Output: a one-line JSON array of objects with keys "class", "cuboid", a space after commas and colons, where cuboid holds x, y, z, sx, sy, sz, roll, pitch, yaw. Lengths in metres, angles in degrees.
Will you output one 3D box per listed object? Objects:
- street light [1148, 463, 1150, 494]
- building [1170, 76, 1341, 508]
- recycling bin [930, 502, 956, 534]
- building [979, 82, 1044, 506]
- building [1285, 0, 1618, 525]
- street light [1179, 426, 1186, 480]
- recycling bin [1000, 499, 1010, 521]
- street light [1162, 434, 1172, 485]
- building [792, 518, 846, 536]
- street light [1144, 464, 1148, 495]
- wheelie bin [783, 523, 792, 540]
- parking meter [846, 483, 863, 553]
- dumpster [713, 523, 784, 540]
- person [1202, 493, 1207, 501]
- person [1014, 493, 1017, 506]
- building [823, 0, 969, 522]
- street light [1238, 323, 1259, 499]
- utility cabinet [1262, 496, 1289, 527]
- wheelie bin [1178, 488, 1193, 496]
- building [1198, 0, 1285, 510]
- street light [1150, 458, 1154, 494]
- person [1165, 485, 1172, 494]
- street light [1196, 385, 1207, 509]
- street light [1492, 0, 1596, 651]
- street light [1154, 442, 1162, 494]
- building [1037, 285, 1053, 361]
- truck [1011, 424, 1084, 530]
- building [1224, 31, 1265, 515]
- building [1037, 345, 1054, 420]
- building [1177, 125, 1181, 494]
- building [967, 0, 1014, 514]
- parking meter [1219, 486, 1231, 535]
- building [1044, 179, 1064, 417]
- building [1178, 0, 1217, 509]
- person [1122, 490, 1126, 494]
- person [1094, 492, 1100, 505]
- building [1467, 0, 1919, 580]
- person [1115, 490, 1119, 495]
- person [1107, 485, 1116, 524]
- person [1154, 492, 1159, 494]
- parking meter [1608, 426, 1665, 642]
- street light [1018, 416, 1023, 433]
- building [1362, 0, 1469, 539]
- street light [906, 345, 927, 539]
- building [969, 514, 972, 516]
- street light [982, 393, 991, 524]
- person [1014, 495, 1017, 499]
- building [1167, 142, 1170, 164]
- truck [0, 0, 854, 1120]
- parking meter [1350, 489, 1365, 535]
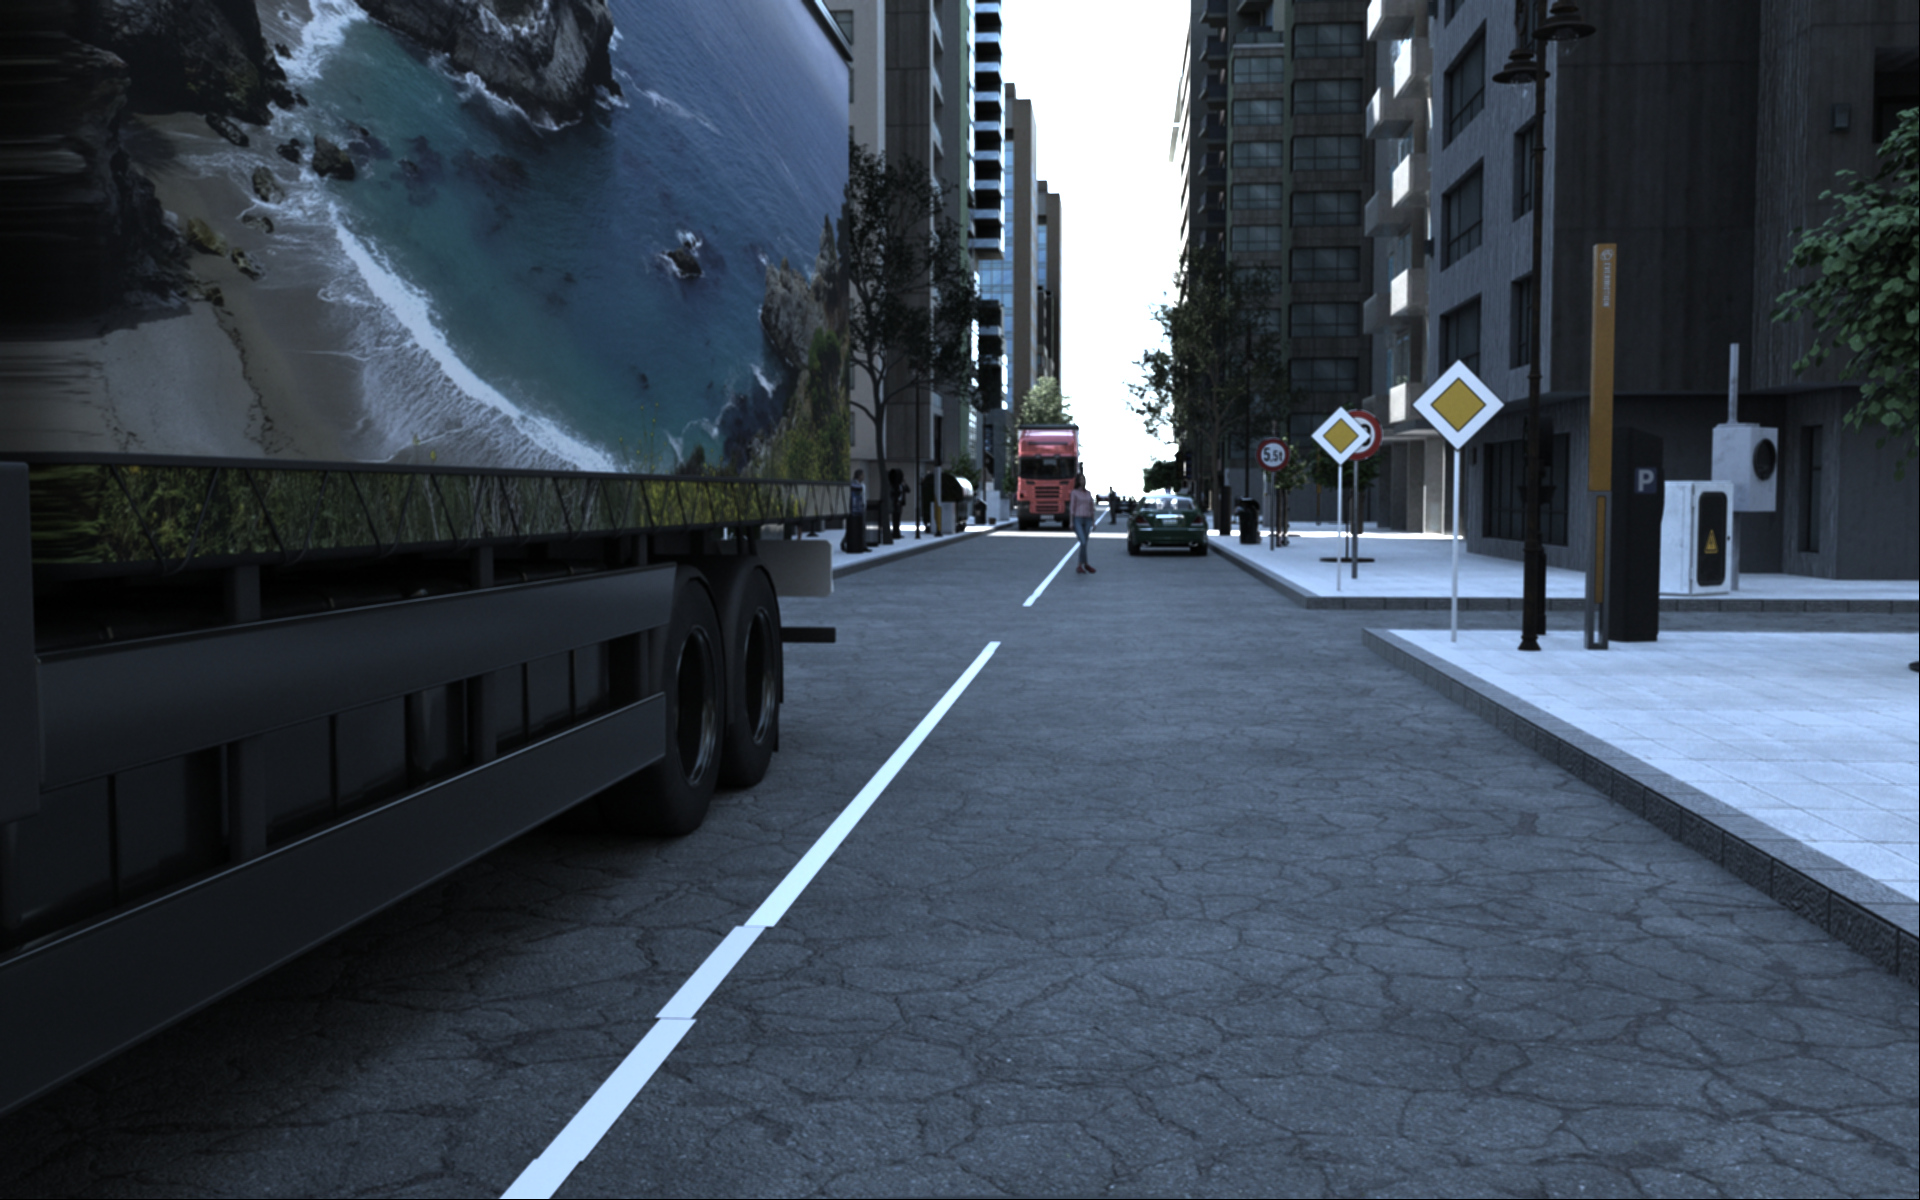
[{"class": "street light", "cuboid": [20.277, -12.804, 182.129, 0.468, 5.910, 1.993, 0, 4, 5]}, {"class": "building", "cuboid": [40.830, -38.162, 213.180, 28.713, 52.752, 27.495, 0, 4, 5]}, {"class": "recycling bin", "cuboid": [-0.538, -2.622, 55.418, 0.722, 1.027, 0.722, 1, 4, 8]}, {"class": "building", "cuboid": [1.371, -33.208, 193.056, 14.600, 45.320, 14.200, 0, 4, 5]}, {"class": "building", "cuboid": [22.808, -19.184, 85.354, 14.160, 30.474, 14.107, 0, 4, 5]}, {"class": "street light", "cuboid": [12.430, -7.582, 96.755, 0.468, 5.910, 1.993, 0, 4, 5]}, {"class": "recycling bin", "cuboid": [1.999, -4.324, 83.248, 0.722, 1.027, 0.722, 0, 4, -3]}, {"class": "street light", "cuboid": [14.788, -9.175, 122.791, 0.468, 5.910, 1.993, 0, 4, 5]}, {"class": "building", "cuboid": [-14.736, -37.900, 57.912, 20.563, 71.187, 20.611, 0, 4, 5]}, {"class": "street light", "cuboid": [22.548, -14.311, 206.770, 0.468, 5.910, 1.993, 0, 4, 5]}, {"class": "wheelie bin", "cuboid": [-4.132, -1.900, 38.971, 0.693, 1.594, 0.980, -3, 5, -44]}, {"class": "parking meter", "cuboid": [-2.288, -1.782, 37.545, 0.372, 1.533, 0.369, 0, 3, 0]}, {"class": "dumpster", "cuboid": [-3.428, -1.471, 26.542, 1.502, 2.255, 1.985, 0, 4, 5]}, {"class": "person", "cuboid": [14.026, -5.807, 100.976, 0.705, 1.826, 1.348, 2, 4, 32]}, {"class": "person", "cuboid": [5.811, -10.775, 182.897, 1.217, 1.739, 0.721, 2, 4, 31]}, {"class": "building", "cuboid": [-7.139, -24.461, 83.532, 14.154, 41.232, 14.086, 0, 4, 5]}, {"class": "street light", "cuboid": [7.819, -4.544, 47.078, 0.468, 5.910, 1.993, 0, 4, 5]}, {"class": "utility cabinet", "cuboid": [12.230, -3.425, 67.162, 1.020, 1.237, 0.306, -2, 4, -25]}, {"class": "wheelie bin", "cuboid": [11.335, -4.851, 87.219, 0.693, 1.594, 0.980, -3, 5, -41]}, {"class": "building", "cuboid": [29.608, -29.218, 132.333, 22.147, 44.769, 28.867, 0, 4, 5]}, {"class": "street light", "cuboid": [19.506, -12.257, 173.186, 0.468, 5.910, 1.993, 0, 4, 5]}, {"class": "person", "cuboid": [13.205, -6.299, 108.897, 0.709, 1.838, 0.599, -3, 4, -37]}, {"class": "street light", "cuboid": [10.042, -6.076, 72.125, 0.468, 5.910, 1.993, 0, 4, 5]}, {"class": "street light", "cuboid": [4.685, -2.525, 14.074, 0.468, 5.910, 1.993, 0, 4, 5]}, {"class": "street light", "cuboid": [17.121, -10.731, 148.246, 0.468, 5.910, 1.993, 0, 4, 5]}, {"class": "building", "cuboid": [5.432, -28.448, 236.826, 14.160, 30.474, 14.107, 0, 4, 5]}, {"class": "truck", "cuboid": [3.730, -5.084, 72.035, 2.839, 4.237, 11.283, 0, 4, 4]}, {"class": "building", "cuboid": [24.144, -20.797, 111.736, 14.160, 30.474, 14.107, 0, 4, 5]}, {"class": "building", "cuboid": [-2.698, -22.692, 216.056, 27.650, 21.520, 28.899, 0, 4, 5]}, {"class": "building", "cuboid": [31.304, -31.166, 193.158, 14.154, 41.232, 14.086, 0, 4, 5]}, {"class": "building", "cuboid": [-6.238, -50.875, 144.478, 22.319, 86.520, 31.000, 0, 4, 5]}, {"class": "parking meter", "cuboid": [8.265, -2.787, 53.972, 0.372, 1.533, 0.369, 0, 3, 0]}, {"class": "building", "cuboid": [7.755, -36.719, 250.470, 14.600, 45.320, 14.200, 0, 4, 5]}, {"class": "building", "cuboid": [31.068, -32.641, 157.377, 21.300, 48.544, 21.600, 0, 4, 5]}, {"class": "person", "cuboid": [13.877, -8.415, 146.218, 1.348, 1.807, 0.705, -2, 4, -27]}, {"class": "person", "cuboid": [17.817, -13.208, 225.000, 0.434, 1.755, 0.990, -2, 4, -34]}, {"class": "building", "cuboid": [16.474, -15.793, 29.911, 14.107, 30.474, 14.160, 0, 4, 5]}, {"class": "person", "cuboid": [15.382, -9.935, 170.806, 0.709, 1.838, 0.599, -1, 4, -15]}, {"class": "person", "cuboid": [7.232, -4.550, 82.704, 0.447, 1.846, 0.655, -1, 4, -11]}, {"class": "person", "cuboid": [27.572, -14.448, 243.076, 0.742, 1.727, 0.445, 0, 4, 5]}, {"class": "parking meter", "cuboid": [5.896, -0.575, 15.106, 0.399, 1.863, 0.255, -1, 4, -16]}, {"class": "street light", "cuboid": [3.594, -7.829, 100.790, 0.468, 5.910, 1.993, 0, 4, 5]}, {"class": "building", "cuboid": [24.920, -26.490, 52.724, 23.786, 49.044, 30.456, 0, 4, 5]}, {"class": "street light", "cuboid": [-1.211, -4.693, 49.524, 0.468, 5.910, 1.993, 0, 4, 5]}, {"class": "building", "cuboid": [-9.204, -48.972, 113.362, 22.319, 86.520, 31.000, 0, 4, 5]}, {"class": "street light", "cuboid": [1.059, -6.218, 74.447, 0.468, 5.910, 1.993, 0, 4, 5]}, {"class": "person", "cuboid": [4.317, -7.291, 124.874, 0.705, 1.869, 1.348, -2, 4, -28]}, {"class": "building", "cuboid": [43.349, -39.835, 240.535, 28.713, 52.752, 27.495, 0, 4, 5]}, {"class": "truck", "cuboid": [-2.475, -1.002, 5.301, 2.839, 4.237, 11.283, 0, 4, 6]}, {"class": "parking meter", "cuboid": [12.506, -2.983, 54.479, 0.399, 1.863, 0.255, 2, 4, 27]}]
